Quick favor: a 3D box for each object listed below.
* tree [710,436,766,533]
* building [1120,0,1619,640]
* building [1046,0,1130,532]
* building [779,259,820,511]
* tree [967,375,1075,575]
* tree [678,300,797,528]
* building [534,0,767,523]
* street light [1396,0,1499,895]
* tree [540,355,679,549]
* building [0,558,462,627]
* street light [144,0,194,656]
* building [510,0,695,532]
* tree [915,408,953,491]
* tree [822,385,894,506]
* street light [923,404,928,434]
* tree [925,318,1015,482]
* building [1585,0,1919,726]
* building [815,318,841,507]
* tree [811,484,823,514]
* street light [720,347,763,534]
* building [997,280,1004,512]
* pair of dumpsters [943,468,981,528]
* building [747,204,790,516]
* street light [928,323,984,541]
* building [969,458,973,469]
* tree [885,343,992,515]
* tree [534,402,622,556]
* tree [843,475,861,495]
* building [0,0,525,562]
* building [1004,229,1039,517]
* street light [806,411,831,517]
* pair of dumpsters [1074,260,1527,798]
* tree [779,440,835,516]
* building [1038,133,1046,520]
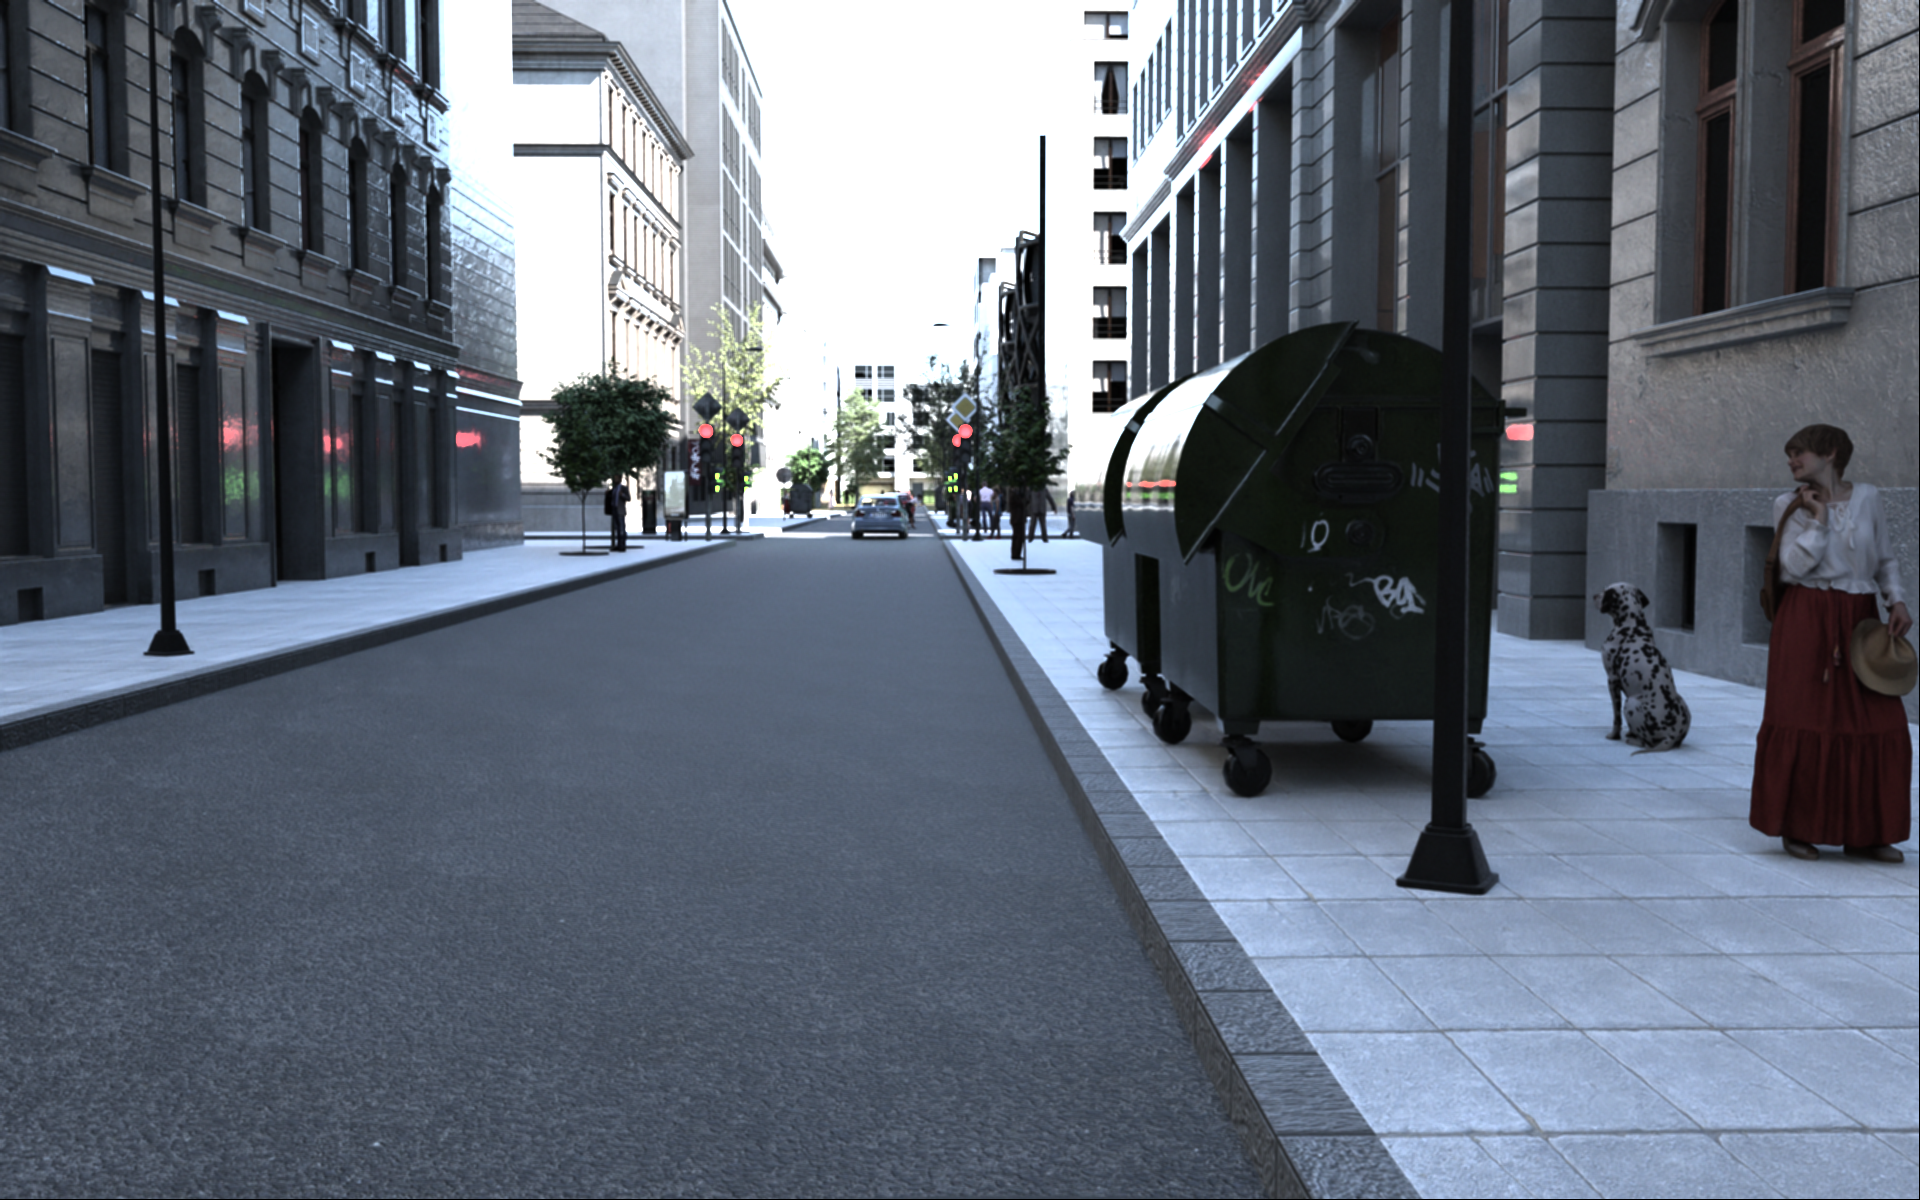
[{"bbox_3d":[-7.637,-3.882,58.071,1.663,3.219,1.824,0,3,0],"label":"tree"},{"bbox_3d":[10.019,-15.392,29.148,11.434,29.767,29.804,0,4,-1],"label":"building"},{"bbox_3d":[11.943,-12.771,63.554,16.860,20.320,10.420,0,4,-1],"label":"building"},{"bbox_3d":[-21.092,-17.090,145.871,16.747,18.905,31.486,0,4,-1],"label":"building"},{"bbox_3d":[1.159,-2.048,28.087,1.663,3.219,1.824,0,3,0],"label":"tree"},{"bbox_3d":[-8.320,-7.013,65.027,4.737,8.622,4.395,0,3,0],"label":"tree"},{"bbox_3d":[-18.066,-18.060,88.790,14.314,27.812,24.014,0,4,-1],"label":"building"},{"bbox_3d":[1.069,-2.018,5.530,1.470,5.913,1.316,0,4,-1],"label":"street light"},{"bbox_3d":[-8.305,-3.506,41.033,4.285,4.588,4.351,0,3,0],"label":"tree"},{"bbox_3d":[-14.160,-10.700,24.104,9.793,20.994,18.267,0,4,-1],"label":"building"},{"bbox_3d":[-5.788,-2.516,13.685,1.470,5.913,1.316,0,4,-1],"label":"street light"},{"bbox_3d":[-16.794,-12.399,67.345,10.561,19.102,19.286,0,4,-1],"label":"building"},{"bbox_3d":[-1.325,-12.162,149.204,4.737,8.622,4.395,0,3,0],"label":"tree"},{"bbox_3d":[-10.801,-16.085,181.124,7.486,12.596,7.792,0,3,0],"label":"tree"},{"bbox_3d":[-1.053,-7.113,88.838,1.470,5.913,1.316,0,4,-1],"label":"street light"},{"bbox_3d":[0.325,-7.533,73.520,4.360,8.622,3.978,0,3,0],"label":"tree"},{"bbox_3d":[11.684,-13.162,2.588,14.401,28.519,23.554,0,4,-1],"label":"building"},{"bbox_3d":[-19.847,-20.731,195.374,11.380,20.091,16.016,0,4,-1],"label":"building"},{"bbox_3d":[-9.452,-7.040,109.710,1.663,3.219,1.824,0,3,0],"label":"tree"},{"bbox_3d":[-6.941,-5.041,54.961,1.470,5.913,1.316,0,4,-1],"label":"street light"},{"bbox_3d":[11.007,-15.565,121.936,16.820,18.784,16.811,0,4,-1],"label":"building"},{"bbox_3d":[0.138,-3.951,67.087,1.574,2.255,4.436,0,4,-1],"label":"pair of dumpsters"},{"bbox_3d":[-18.567,-16.584,112.955,13.314,21.916,24.055,0,4,-1],"label":"building"},{"bbox_3d":[-0.059,-4.558,47.065,1.470,5.913,1.316,0,4,-1],"label":"street light"},{"bbox_3d":[5.071,-15.175,190.256,9.099,9.664,28.070,0,4,-1],"label":"building"},{"bbox_3d":[-1.151,-10.594,107.621,7.601,10.594,8.767,0,4,-1],"label":"tree"},{"bbox_3d":[-7.845,-2.557,36.404,1.663,3.219,1.824,0,3,0],"label":"tree"},{"bbox_3d":[-10.741,-10.807,171.297,1.663,3.219,1.824,0,3,0],"label":"tree"},{"bbox_3d":[-19.896,-11.585,38.558,18.267,20.994,9.793,0,4,-1],"label":"building"},{"bbox_3d":[11.479,-14.158,98.927,16.820,18.784,16.811,0,4,-1],"label":"building"},{"bbox_3d":[-7.932,-7.625,97.209,1.470,5.913,1.316,0,4,-1],"label":"street light"},{"bbox_3d":[1.583,-0.415,9.285,1.574,2.255,4.436,0,4,-1],"label":"pair of dumpsters"},{"bbox_3d":[-9.168,-7.358,104.013,4.285,4.588,4.351,0,3,0],"label":"tree"},{"bbox_3d":[10.160,-15.083,76.279,12.332,23.373,15.834,0,4,-1],"label":"building"}]
